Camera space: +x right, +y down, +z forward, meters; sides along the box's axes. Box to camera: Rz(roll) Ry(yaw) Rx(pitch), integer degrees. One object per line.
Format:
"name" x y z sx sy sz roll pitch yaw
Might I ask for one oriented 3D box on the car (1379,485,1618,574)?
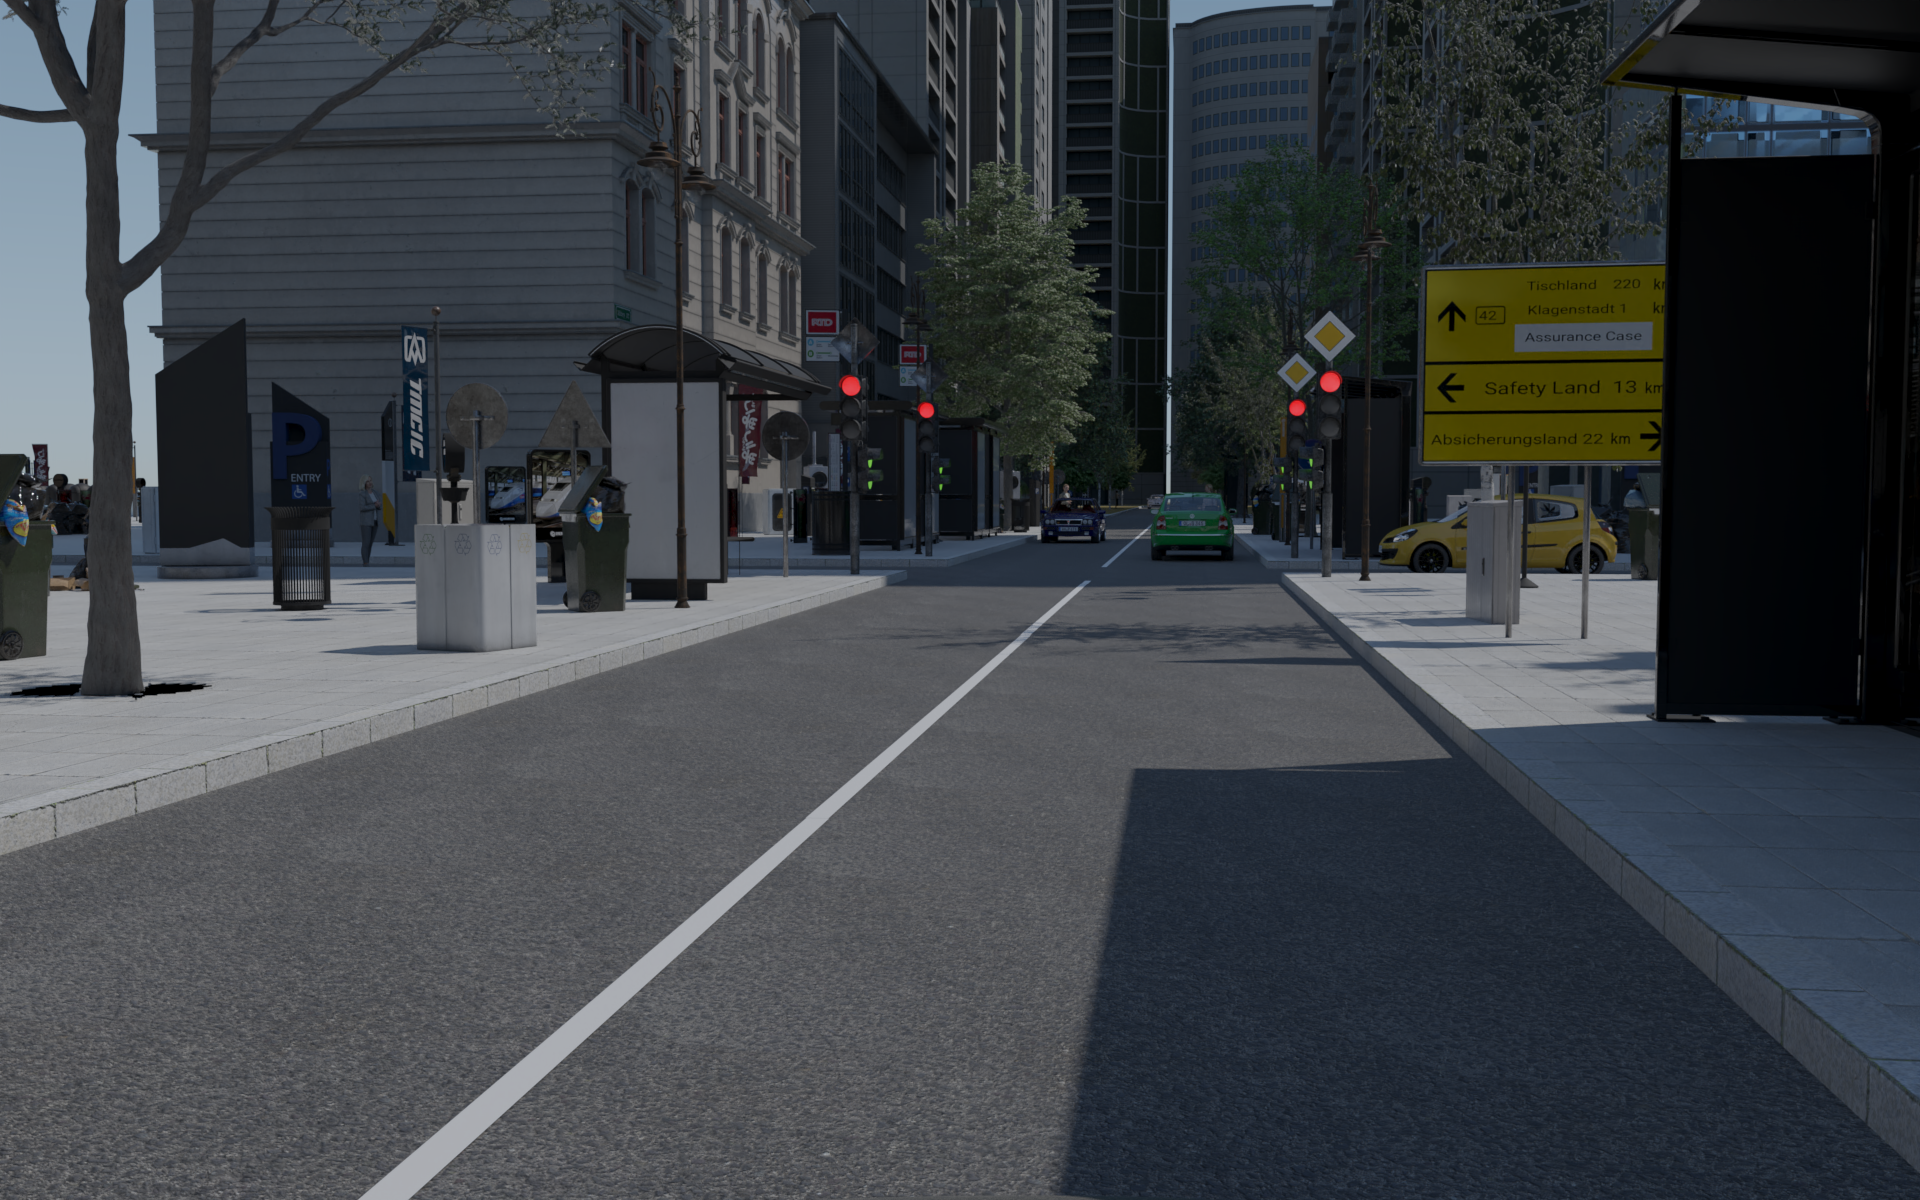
"car" 9.421 -1.239 30.477 3.980 1.641 2.015 1 4 9

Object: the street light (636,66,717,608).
"street light" -3.130 -2.847 19.338 0.468 5.910 1.993 0 4 7

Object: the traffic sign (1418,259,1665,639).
"traffic sign" 5.217 -1.311 15.304 2.265 3.308 0.079 1 4 11

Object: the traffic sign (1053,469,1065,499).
"traffic sign" 5.012 -5.423 88.770 0.768 2.556 0.104 1 4 12

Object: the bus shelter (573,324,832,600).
"bus shelter" -3.272 -1.803 23.409 2.014 3.302 5.546 0 4 7

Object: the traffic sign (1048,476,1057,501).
"traffic sign" 5.216 -5.817 95.207 0.768 2.556 0.104 1 4 17

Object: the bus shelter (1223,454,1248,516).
"bus shelter" 16.310 -6.851 103.289 1.731 3.624 6.357 0 4 8

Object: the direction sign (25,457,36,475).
"direction sign" -61.820 -7.551 115.455 0.379 3.537 0.876 3 5 42

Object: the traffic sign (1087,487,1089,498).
"traffic sign" 7.018 -5.802 94.972 0.768 2.556 0.104 1 4 14

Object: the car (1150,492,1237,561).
"car" 5.209 -1.827 38.675 1.959 1.807 4.718 1 4 8

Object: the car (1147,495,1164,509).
"car" 19.368 -9.637 169.921 2.083 1.381 4.827 0 4 8

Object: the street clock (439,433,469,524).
"street clock" -5.993 -0.977 20.537 0.358 2.002 0.471 -1 4 -21

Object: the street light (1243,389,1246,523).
"street light" 12.498 -6.308 75.921 0.468 5.910 1.993 0 4 7

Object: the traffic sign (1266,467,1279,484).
"traffic sign" 14.115 -4.757 77.883 0.768 2.556 0.104 1 4 17

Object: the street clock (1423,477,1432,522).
"street clock" 19.277 -4.111 71.784 0.471 2.002 0.358 0 4 0

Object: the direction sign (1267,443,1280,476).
"direction sign" 14.030 -5.180 76.693 0.876 3.537 0.379 1 4 16

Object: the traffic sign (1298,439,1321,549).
"traffic sign" 8.190 -2.456 40.269 0.768 2.556 0.104 1 4 12

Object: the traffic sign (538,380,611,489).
"traffic sign" -4.420 -1.213 19.840 0.884 2.594 0.081 1 4 11

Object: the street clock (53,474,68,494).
"street clock" -31.737 -3.461 61.157 0.471 2.002 0.358 1 4 15

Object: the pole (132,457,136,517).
"pole" -45.319 -6.187 94.996 0.158 3.312 0.155 0 3 0

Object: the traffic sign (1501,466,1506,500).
"traffic sign" 6.994 -1.235 22.317 0.606 2.300 0.079 1 4 12

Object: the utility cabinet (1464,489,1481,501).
"utility cabinet" 22.680 -4.106 75.816 1.173 1.500 0.318 2 4 29

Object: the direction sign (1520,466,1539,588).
"direction sign" 7.734 -1.935 23.642 0.379 3.537 0.876 0 4 -2

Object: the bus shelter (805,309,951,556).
"bus shelter" -1.937 -3.827 40.209 2.179 5.291 8.768 0 4 7

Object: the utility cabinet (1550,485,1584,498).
"utility cabinet" 14.375 -1.981 41.070 0.318 1.500 1.173 0 4 -7

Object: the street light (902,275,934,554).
"street light" -0.883 -3.910 36.717 0.468 5.910 1.993 0 4 7

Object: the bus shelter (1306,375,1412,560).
"bus shelter" 8.387 -2.780 36.742 1.731 3.624 6.357 0 4 8

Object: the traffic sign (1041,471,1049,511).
"traffic sign" 4.854 -5.857 95.761 0.884 2.594 0.081 1 4 9

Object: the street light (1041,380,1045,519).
"street light" 3.371 -5.939 69.891 0.468 5.910 1.993 0 4 7

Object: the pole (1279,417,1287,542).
"pole" 8.591 -3.191 46.024 0.158 3.312 0.155 0 3 0

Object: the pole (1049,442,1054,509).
"pole" 3.569 -4.519 67.727 0.158 3.312 0.155 0 3 0

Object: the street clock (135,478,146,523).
"street clock" -36.199 -4.404 76.571 0.358 2.002 0.471 0 4 6

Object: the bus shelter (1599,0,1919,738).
"bus shelter" 4.049 -0.941 6.670 1.731 3.624 6.357 0 4 7

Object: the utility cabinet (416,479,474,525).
"utility cabinet" -7.464 -1.016 25.284 0.318 1.500 1.173 1 4 14

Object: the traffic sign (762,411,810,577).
"traffic sign" -2.686 -1.622 26.620 0.768 2.556 0.104 1 4 12

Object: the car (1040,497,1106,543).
"car" 3.405 -2.391 51.672 1.945 1.354 3.894 1 4 9

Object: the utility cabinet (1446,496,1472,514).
"utility cabinet" 21.333 -3.844 74.007 1.020 1.237 0.306 0 4 -3

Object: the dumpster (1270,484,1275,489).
"dumpster" 13.568 -4.080 72.463 1.264 1.857 1.865 0 4 7

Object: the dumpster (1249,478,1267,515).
"dumpster" 18.105 -6.185 103.624 1.502 2.255 1.985 0 4 7

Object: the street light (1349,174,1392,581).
"street light" 5.989 -3.220 25.437 0.468 5.910 1.993 0 4 7

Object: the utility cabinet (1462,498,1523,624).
"utility cabinet" 5.382 -0.389 17.517 0.306 1.237 1.020 0 4 2

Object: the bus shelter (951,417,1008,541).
"bus shelter" -0.201 -4.358 48.882 2.179 5.291 8.768 0 4 8

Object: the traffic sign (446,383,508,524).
"traffic sign" -5.536 -1.206 19.832 0.768 2.556 0.104 1 4 11

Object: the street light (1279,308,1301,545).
"street light" 8.202 -4.305 43.180 0.468 5.910 1.993 0 4 7

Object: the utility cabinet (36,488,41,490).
"utility cabinet" -36.600 -3.631 68.043 1.173 1.500 0.318 2 4 30
